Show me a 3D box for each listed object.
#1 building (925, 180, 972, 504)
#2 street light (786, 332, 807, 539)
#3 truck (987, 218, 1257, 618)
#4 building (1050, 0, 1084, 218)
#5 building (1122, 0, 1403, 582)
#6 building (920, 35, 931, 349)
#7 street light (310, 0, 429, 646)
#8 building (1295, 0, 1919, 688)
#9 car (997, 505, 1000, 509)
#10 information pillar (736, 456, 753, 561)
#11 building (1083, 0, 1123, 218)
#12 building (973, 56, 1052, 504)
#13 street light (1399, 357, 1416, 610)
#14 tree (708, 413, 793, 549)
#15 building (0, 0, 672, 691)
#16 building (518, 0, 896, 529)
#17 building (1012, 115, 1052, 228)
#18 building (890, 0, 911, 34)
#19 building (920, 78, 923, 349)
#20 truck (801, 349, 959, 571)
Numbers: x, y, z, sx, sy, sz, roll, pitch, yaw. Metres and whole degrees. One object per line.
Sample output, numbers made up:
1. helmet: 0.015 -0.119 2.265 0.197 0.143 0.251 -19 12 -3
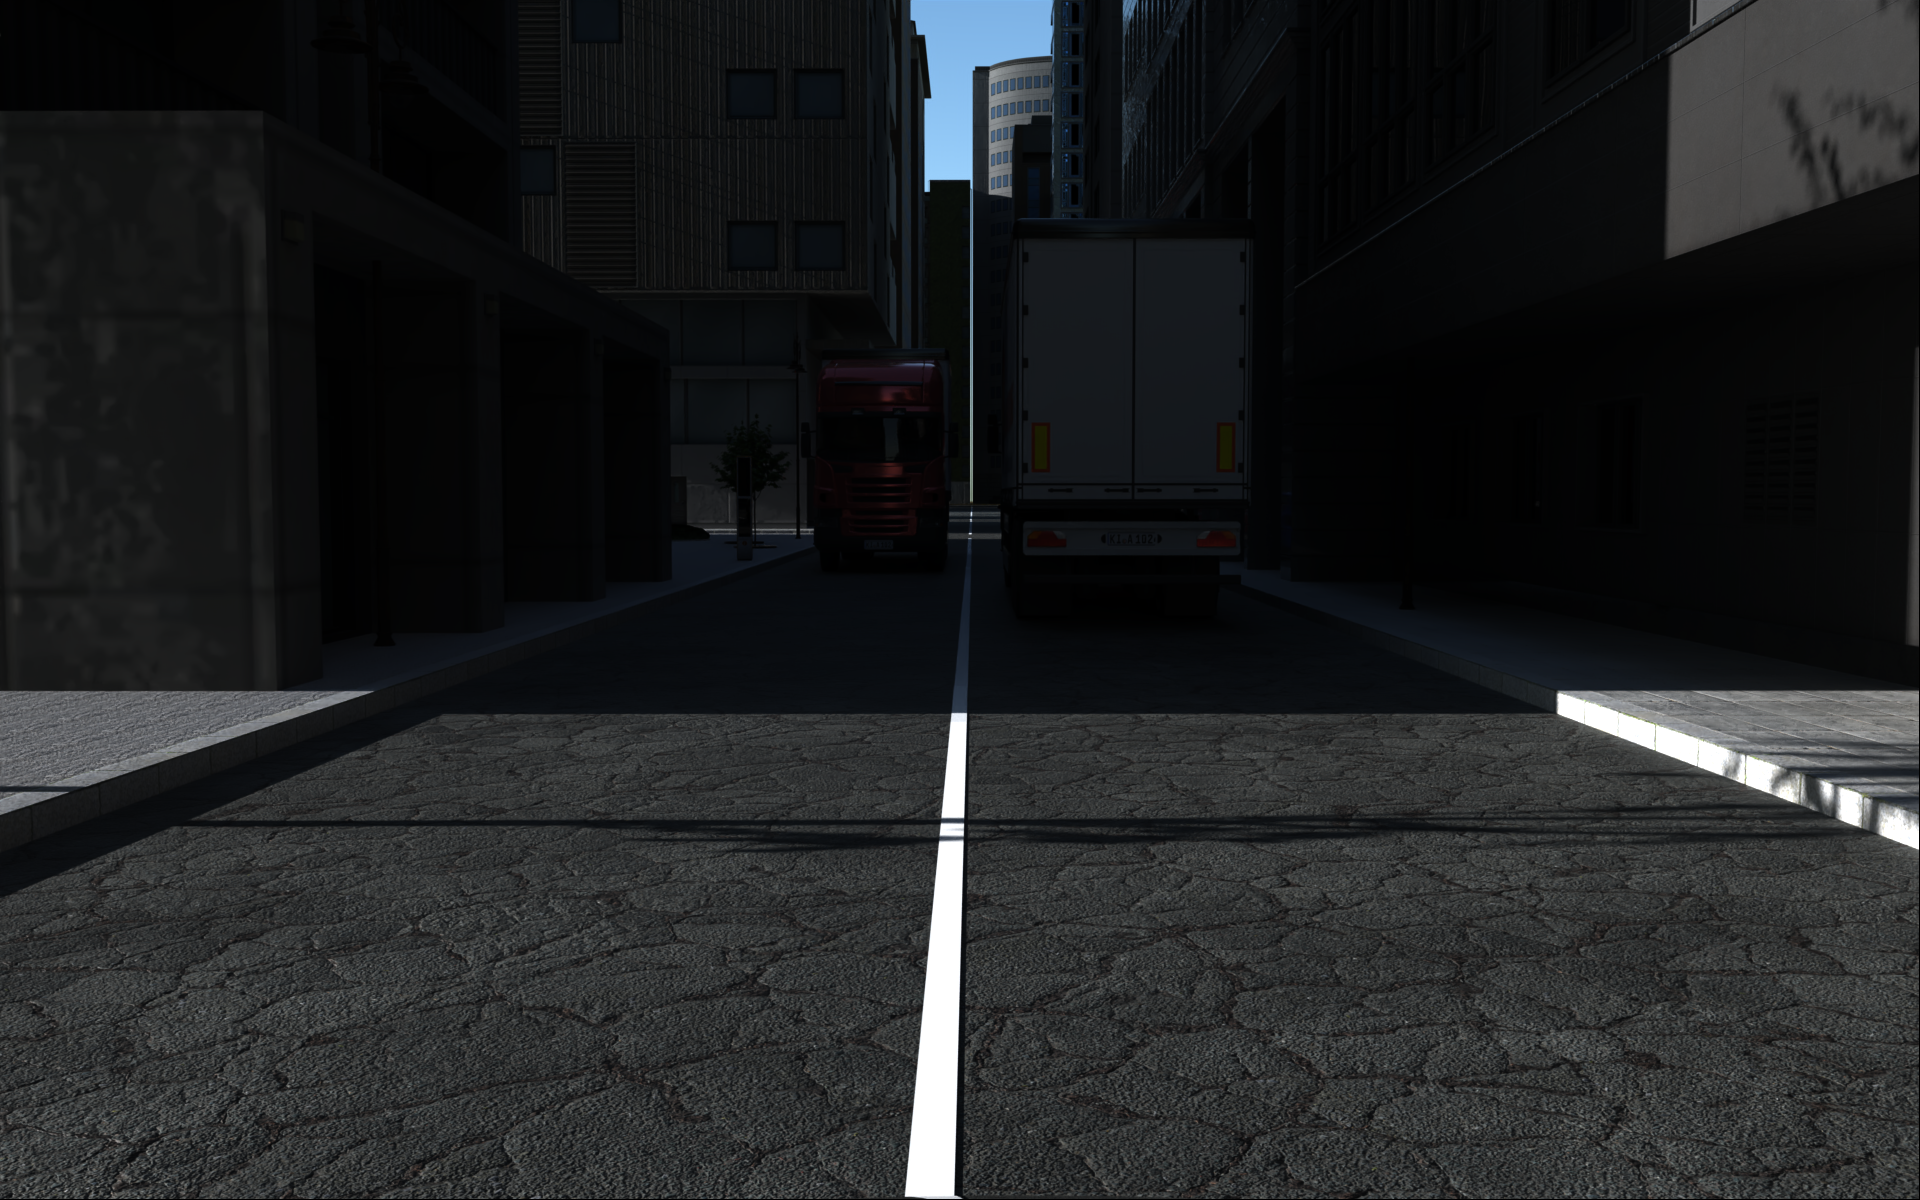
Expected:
1. building: -5.485 -33.287 227.831 14.086 41.232 14.154 0 4 0
2. street light: -4.646 -4.697 49.579 0.468 5.910 1.993 0 4 0
3. truck: 1.813 -2.099 23.236 2.839 4.237 11.283 0 4 0
4. building: 17.192 -51.674 157.542 22.319 86.520 31.000 0 4 0
5. building: 10.330 -16.001 39.114 11.434 29.767 29.804 0 4 0
6. building: -17.365 -37.316 199.349 27.495 52.752 28.713 0 4 0
7. street light: -4.872 -2.550 14.486 0.468 5.910 1.993 0 4 0
8. building: 11.675 -13.382 12.304 14.314 27.812 24.014 0 4 0
9. car: 2.229 -2.663 52.582 2.155 1.783 4.494 0 4 -1
10. information pillar: -4.163 -1.771 33.456 0.304 2.012 0.304 0 4 -6
11. building: 15.843 -38.611 69.549 20.611 71.187 20.563 0 4 0
12. building: 15.780 -42.121 230.672 28.212 58.520 21.231 0 4 0
13. street light: 4.979 -2.833 19.107 0.468 5.910 1.993 0 4 0
14. tree: -4.752 -2.849 41.178 1.663 3.219 1.824 0 3 0
15. building: -14.570 -35.547 19.453 20.563 71.187 20.611 0 4 0
16. building: -16.642 -29.685 74.592 28.713 52.752 27.495 0 4 0
17. building: 13.187 -33.974 205.580 14.600 45.320 14.200 0 4 0
18. building: -10.093 -27.734 103.565 14.600 45.320 14.200 0 4 0
19. building: -10.907 -32.136 175.530 14.600 45.320 14.200 0 4 0
20. truck: -1.436 -2.861 35.688 2.839 4.237 11.283 0 3 0
